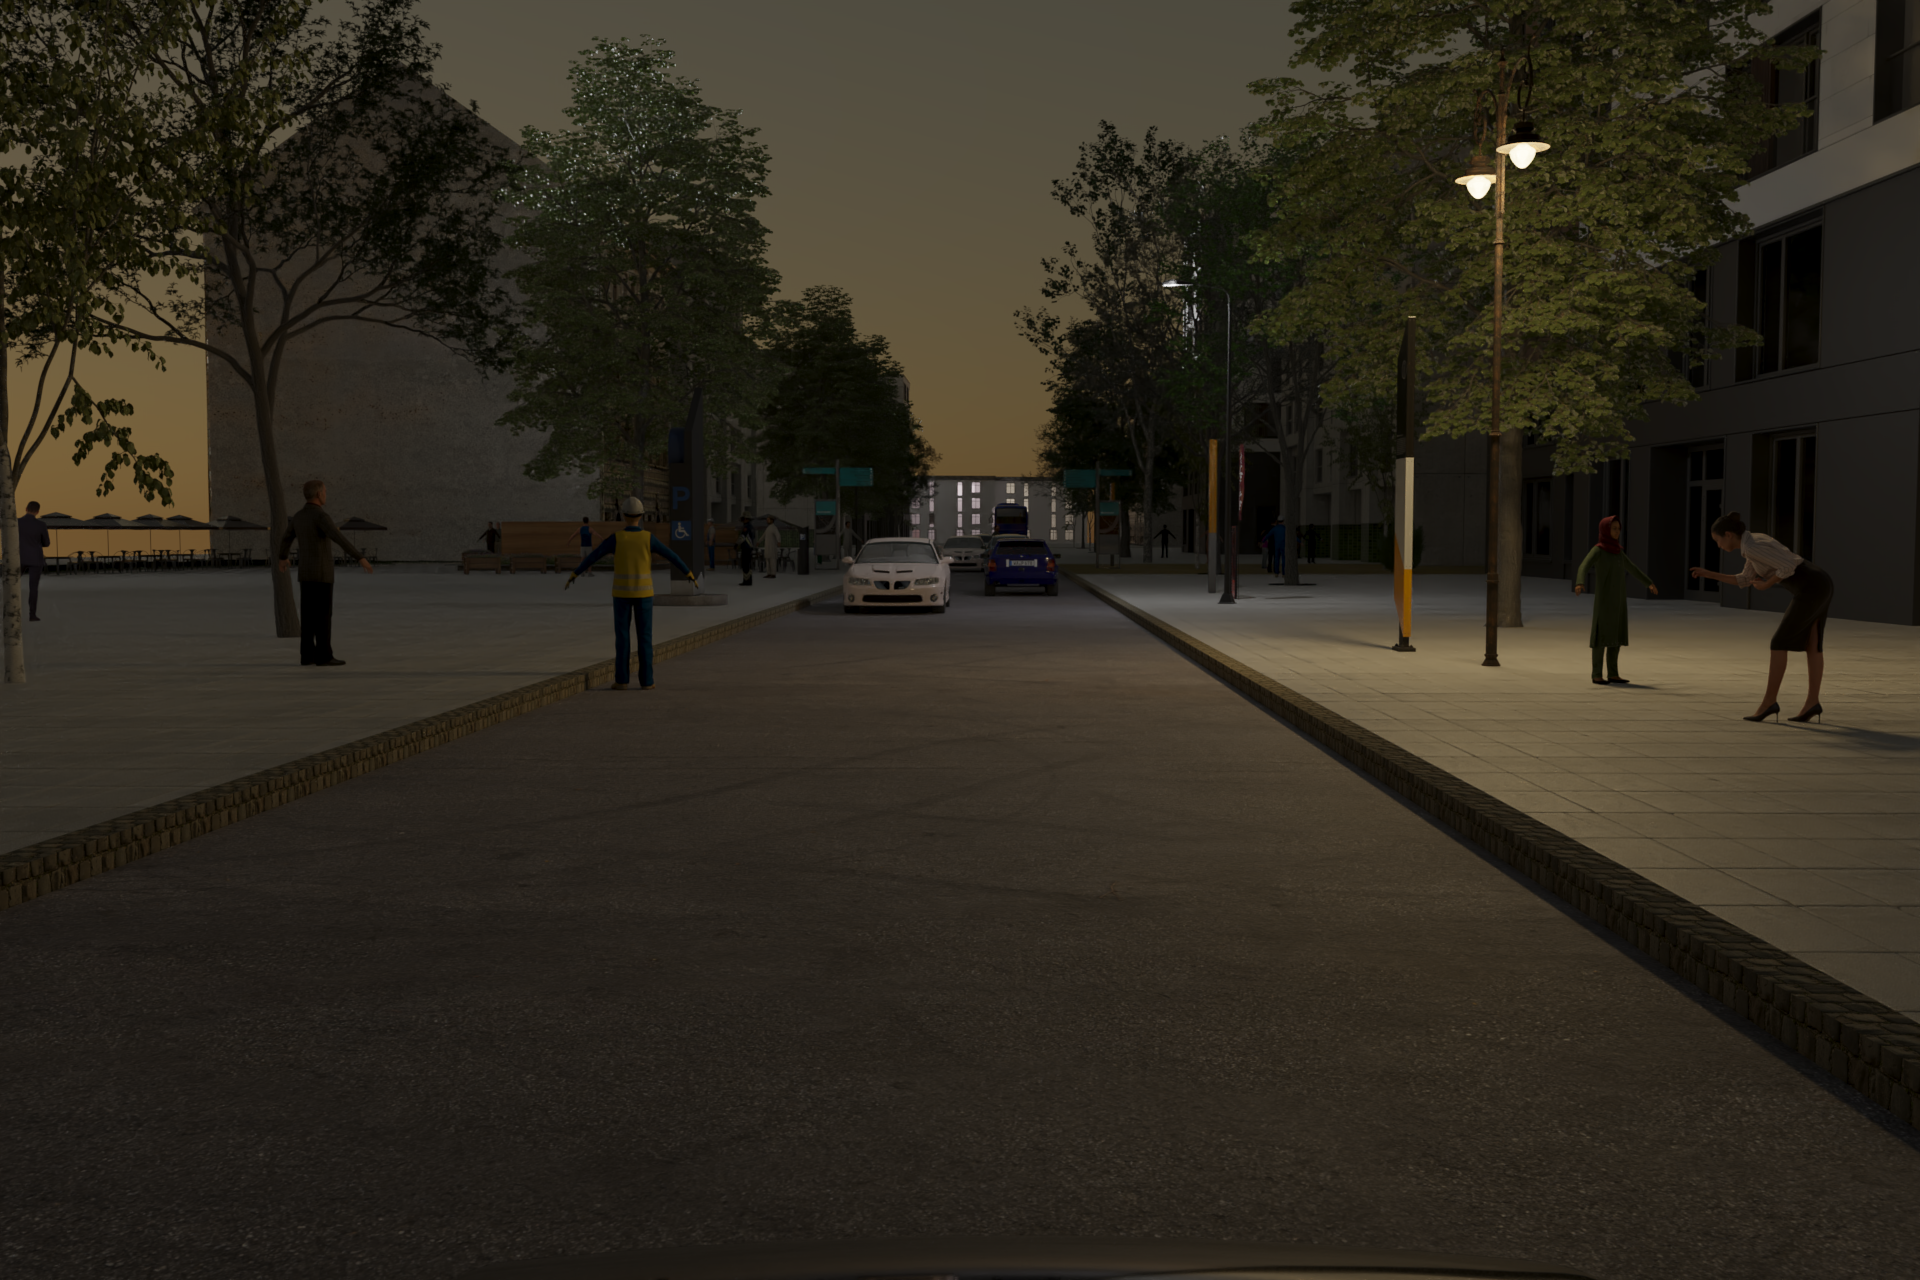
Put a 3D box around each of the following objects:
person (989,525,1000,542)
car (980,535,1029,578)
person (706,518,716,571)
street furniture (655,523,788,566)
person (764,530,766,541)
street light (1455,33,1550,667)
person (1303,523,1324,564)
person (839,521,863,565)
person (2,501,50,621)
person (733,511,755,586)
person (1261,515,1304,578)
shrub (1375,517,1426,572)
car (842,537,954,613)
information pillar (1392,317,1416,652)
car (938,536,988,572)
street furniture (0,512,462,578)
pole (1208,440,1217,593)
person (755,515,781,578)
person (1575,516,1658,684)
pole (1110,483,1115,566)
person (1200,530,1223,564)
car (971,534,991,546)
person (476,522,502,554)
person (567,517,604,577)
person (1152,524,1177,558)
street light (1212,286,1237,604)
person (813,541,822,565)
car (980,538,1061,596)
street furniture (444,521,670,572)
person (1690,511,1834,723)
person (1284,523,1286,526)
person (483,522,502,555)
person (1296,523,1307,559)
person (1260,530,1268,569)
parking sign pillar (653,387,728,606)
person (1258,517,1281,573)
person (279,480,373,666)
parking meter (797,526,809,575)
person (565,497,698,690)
[{"bbox_3d":[1.540,-3.825,71.268,0.705,1.796,1.348,2,4,35],"label":"person"},{"bbox_3d":[1.676,-2.790,57.624,2.014,1.417,4.499,0,4,1],"label":"car"},{"bbox_3d":[-8.732,-3.349,60.610,0.705,1.847,1.347,-1,4,-13],"label":"person"},{"bbox_3d":[-12.941,-4.127,74.324,11.010,1.723,9.812,0,4,-8],"label":"street furniture"},{"bbox_3d":[-8.993,-4.627,81.775,0.705,1.813,1.348,1,4,17],"label":"person"},{"bbox_3d":[5.165,-2.684,16.667,0.468,5.910,1.993,0,4,1],"label":"street light"},{"bbox_3d":[15.358,-4.200,75.386,0.721,1.740,1.216,-2,4,-35],"label":"person"},{"bbox_3d":[-4.584,-3.967,71.053,1.347,1.806,0.705,-2,4,-35],"label":"person"},{"bbox_3d":[-13.780,-1.166,25.548,0.683,1.767,0.568,-1,4,-21],"label":"person"},{"bbox_3d":[-5.330,-2.273,43.031,0.704,1.845,1.351,1,4,9],"label":"person"},{"bbox_3d":[9.495,-2.770,51.164,1.347,1.842,0.705,2,4,34],"label":"person"},{"bbox_3d":[14.799,-3.285,58.124,1.690,2.028,1.600,0,3,0],"label":"shrub"},{"bbox_3d":[-1.145,-1.250,32.797,2.083,1.381,4.827,0,4,1],"label":"car"},{"bbox_3d":[4.872,-1.690,18.979,0.183,3.616,0.504,0,4,1],"label":"information pillar"},{"bbox_3d":[0.174,-3.320,66.650,2.083,1.381,4.827,0,4,1],"label":"car"},{"bbox_3d":[-30.323,-3.645,64.629,14.083,1.986,27.439,1,4,15],"label":"street furniture"},{"bbox_3d":[5.466,-2.669,37.489,0.158,3.312,0.155,0,3,0],"label":"pole"},{"bbox_3d":[-5.511,-2.701,50.252,0.704,1.819,1.344,-3,4,-36],"label":"person"},{"bbox_3d":[5.594,-0.342,14.799,0.989,1.438,0.599,-2,4,-30],"label":"person"},{"bbox_3d":[6.087,-4.605,69.141,0.158,3.312,0.155,0,3,0],"label":"pole"},{"bbox_3d":[10.679,-4.116,74.099,1.217,1.733,0.721,2,4,25],"label":"person"},{"bbox_3d":[1.265,-5.636,104.155,2.014,1.417,4.499,0,4,1],"label":"car"},{"bbox_3d":[-19.961,-4.126,73.599,1.346,1.812,0.704,2,4,26],"label":"person"},{"bbox_3d":[-11.253,-2.816,52.208,1.345,1.807,0.704,1,4,11],"label":"person"},{"bbox_3d":[10.995,-5.310,93.011,1.347,1.806,0.705,0,4,-5],"label":"person"},{"bbox_3d":[5.462,-3.619,31.710,1.470,5.913,1.316,0,4,1],"label":"street light"},{"bbox_3d":[-5.917,-4.043,72.222,0.704,1.817,1.347,-1,4,-12],"label":"person"},{"bbox_3d":[1.447,-1.753,41.239,1.945,1.354,3.894,0,4,1],"label":"car"},{"bbox_3d":[-14.997,-3.412,62.640,9.812,1.723,11.010,1,4,12],"label":"street furniture"},{"bbox_3d":[5.522,-0.161,11.865,0.799,1.438,0.628,0,4,-4],"label":"person"},{"bbox_3d":[17.297,-5.280,92.103,0.705,1.856,1.354,3,4,38],"label":"person"},{"bbox_3d":[-20.413,-4.297,76.530,1.348,1.796,0.705,0,4,5],"label":"person"},{"bbox_3d":[17.612,-5.165,90.223,1.354,1.858,0.705,-3,5,-44],"label":"person"},{"bbox_3d":[11.325,-3.348,64.006,0.599,1.433,0.991,-1,4,-19],"label":"person"},{"bbox_3d":[-4.933,-2.619,31.287,1.447,3.967,1.447,0,4,0],"label":"parking sign pillar"},{"bbox_3d":[10.409,-3.150,57.435,1.347,1.837,0.705,3,5,44],"label":"person"},{"bbox_3d":[-6.261,-0.656,16.910,1.348,1.807,0.705,2,4,32],"label":"person"},{"bbox_3d":[-4.936,-2.821,54.541,0.372,1.533,0.369,0,3,0],"label":"parking meter"},{"bbox_3d":[-3.028,-0.434,16.012,1.216,1.772,0.721,-1,4,-14],"label":"person"}]
